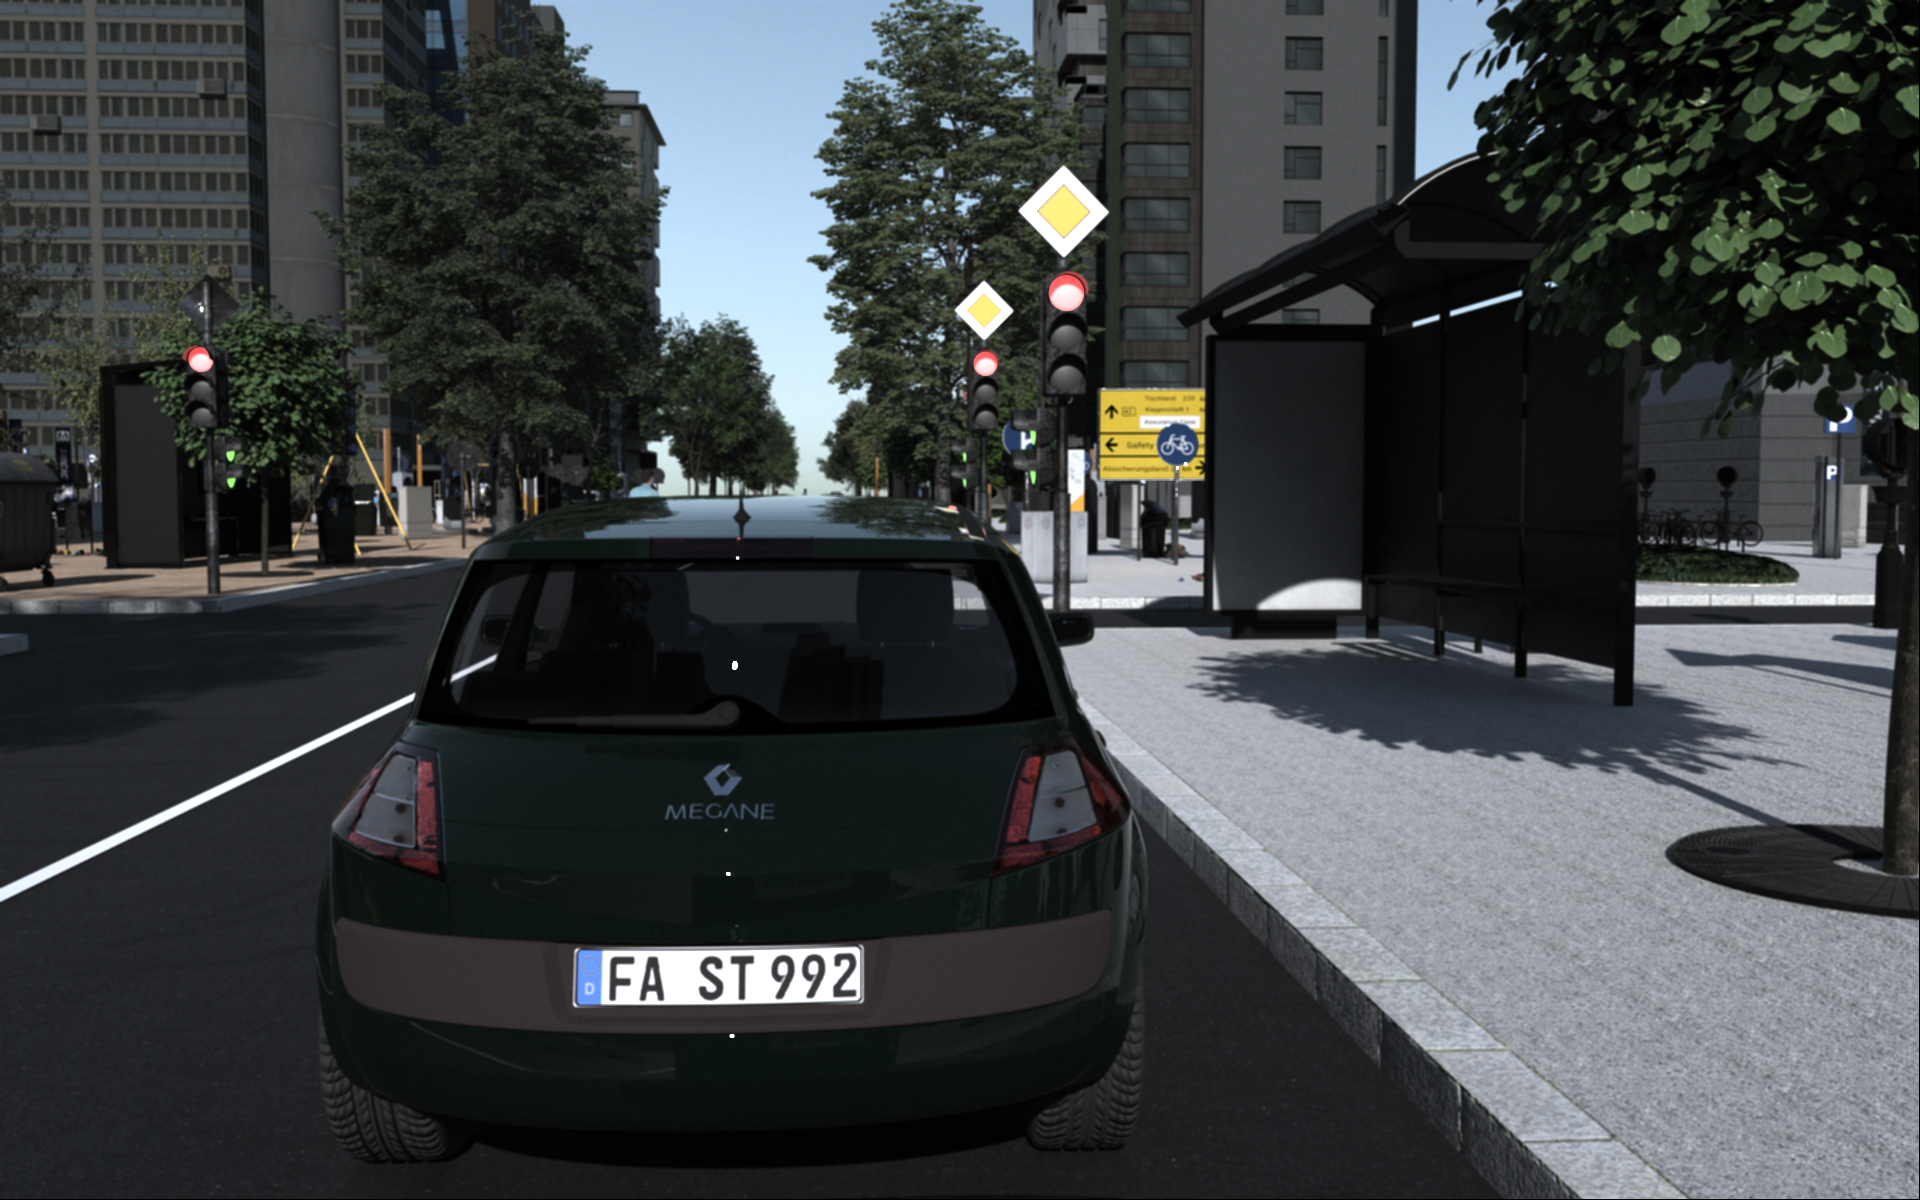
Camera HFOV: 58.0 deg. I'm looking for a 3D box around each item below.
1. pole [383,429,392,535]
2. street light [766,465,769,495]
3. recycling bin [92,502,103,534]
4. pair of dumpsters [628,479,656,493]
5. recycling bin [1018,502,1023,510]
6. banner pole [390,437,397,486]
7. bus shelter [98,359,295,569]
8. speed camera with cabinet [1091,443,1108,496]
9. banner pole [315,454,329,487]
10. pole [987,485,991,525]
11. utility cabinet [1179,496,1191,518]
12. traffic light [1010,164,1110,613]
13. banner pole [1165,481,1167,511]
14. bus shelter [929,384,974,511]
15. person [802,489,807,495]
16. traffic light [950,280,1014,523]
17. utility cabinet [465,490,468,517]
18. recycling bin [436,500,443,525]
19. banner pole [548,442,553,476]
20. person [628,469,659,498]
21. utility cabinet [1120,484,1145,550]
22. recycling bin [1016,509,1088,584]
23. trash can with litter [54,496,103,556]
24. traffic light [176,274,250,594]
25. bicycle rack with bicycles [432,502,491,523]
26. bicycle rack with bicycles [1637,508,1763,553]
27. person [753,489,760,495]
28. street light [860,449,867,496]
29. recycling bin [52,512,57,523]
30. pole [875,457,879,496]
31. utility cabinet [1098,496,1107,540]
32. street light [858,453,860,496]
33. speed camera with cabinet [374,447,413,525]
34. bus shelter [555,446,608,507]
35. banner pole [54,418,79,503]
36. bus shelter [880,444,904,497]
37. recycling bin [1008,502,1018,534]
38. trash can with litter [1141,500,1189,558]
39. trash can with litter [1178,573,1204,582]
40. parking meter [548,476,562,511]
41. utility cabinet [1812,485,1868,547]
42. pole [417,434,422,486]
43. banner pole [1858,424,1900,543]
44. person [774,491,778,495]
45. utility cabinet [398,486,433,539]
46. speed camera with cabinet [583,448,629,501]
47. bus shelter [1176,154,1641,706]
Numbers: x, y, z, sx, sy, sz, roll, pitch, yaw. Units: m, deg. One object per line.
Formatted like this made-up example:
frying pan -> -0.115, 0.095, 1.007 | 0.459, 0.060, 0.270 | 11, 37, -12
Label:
pole -> -17.884, -3.686, 54.101 | 0.158, 3.312, 0.155 | 0, 3, 0
street light -> -23.784, -14.804, 214.835 | 0.468, 5.910, 1.993 | 0, 4, -4
recycling bin -> -27.771, -2.685, 56.457 | 0.722, 1.027, 0.722 | 1, 4, 21
pair of dumpsters -> -17.088, -5.488, 92.226 | 1.574, 2.255, 4.437 | 0, 4, -4
recycling bin -> 2.028, -1.909, 43.774 | 0.722, 1.027, 0.722 | 3, 5, 40
banner pole -> -24.745, -5.240, 75.699 | 0.401, 3.779, 0.863 | 0, 4, 1
bus shelter -> -14.102, -2.534, 32.707 | 1.731, 3.624, 6.357 | 0, 4, -4
speed camera with cabinet -> 5.256, -4.429, 66.754 | 0.660, 3.252, 2.038 | 1, 4, 15
banner pole -> -27.698, -5.202, 75.071 | 0.401, 3.779, 0.863 | 2, 4, 35
pole -> 1.087, -4.401, 65.807 | 0.158, 3.312, 0.155 | 0, 3, 0
utility cabinet -> 9.761, -3.907, 75.041 | 1.020, 1.237, 0.306 | -3, 5, -43
traffic light -> 0.864, -1.592, 14.945 | 0.839, 4.253, 0.868 | 0, 4, -4
banner pole -> 9.329, -5.393, 78.191 | 0.401, 3.779, 0.863 | 0, 4, 6
bus shelter -> -0.155, -5.088, 60.816 | 2.179, 5.291, 8.768 | 0, 4, -4
person -> -11.426, -7.317, 128.118 | 0.705, 1.826, 1.348 | -3, 5, -41
traffic light -> 0.295, -2.079, 22.910 | 0.839, 4.253, 0.868 | 0, 4, -4
utility cabinet -> -27.581, -5.318, 95.635 | 0.318, 1.500, 1.173 | -3, 5, -40
recycling bin -> -21.057, -3.591, 71.262 | 0.722, 1.027, 0.722 | 1, 4, 11
banner pole -> -18.783, -5.470, 79.452 | 0.401, 3.779, 0.863 | -2, 4, -30
person -> -4.913, -1.106, 26.597 | 0.660, 1.820, 0.620 | 1, 4, 22
utility cabinet -> 3.982, -1.914, 39.981 | 0.318, 1.500, 1.173 | 0, 4, -8
recycling bin -> 1.366, -0.767, 25.101 | 0.722, 1.027, 0.722 | 3, 5, 45
trash can with litter -> -18.169, -1.553, 36.441 | 2.233, 1.210, 1.678 | 0, 4, -6
traffic light -> -9.590, -2.035, 22.192 | 0.839, 4.253, 0.868 | 0, 4, -4
bicycle rack with bicycles -> -22.079, -3.834, 76.068 | 2.925, 0.926, 2.852 | -3, 5, -40
bicycle rack with bicycles -> 16.127, -1.530, 38.390 | 2.852, 0.926, 2.925 | 1, 4, 14
person -> -11.733, -5.538, 99.714 | 0.551, 1.740, 0.621 | 2, 4, 25
street light -> -7.594, -10.238, 140.180 | 0.468, 5.910, 1.993 | 0, 4, -4
recycling bin -> -40.495, -3.941, 76.982 | 0.722, 1.027, 0.722 | -3, 5, -40
pole -> -4.599, -6.235, 95.781 | 0.158, 3.312, 0.155 | 0, 3, 0
utility cabinet -> 3.676, -2.267, 48.229 | 0.306, 1.237, 1.020 | 3, 5, 39
street light -> -9.909, -12.279, 173.553 | 0.468, 5.910, 1.993 | 0, 4, -4
speed camera with cabinet -> -23.569, -4.736, 71.776 | 0.660, 3.252, 2.038 | 2, 4, 25
bus shelter -> -18.575, -5.748, 85.267 | 1.731, 3.624, 6.357 | 0, 4, -4
banner pole -> -29.485, -4.118, 57.351 | 0.863, 3.779, 0.401 | -1, 4, -19
bus shelter -> -2.744, -5.427, 80.018 | 1.731, 3.624, 6.357 | 0, 4, -4
recycling bin -> 2.022, -2.666, 56.140 | 0.722, 1.027, 0.722 | 2, 4, 24
trash can with litter -> 4.127, -1.439, 34.912 | 1.055, 1.170, 0.624 | 3, 5, 39
trash can with litter -> 4.026, -0.890, 25.614 | 1.678, 1.210, 2.233 | 0, 4, -7
parking meter -> -13.280, -3.125, 56.806 | 0.399, 1.863, 0.255 | 0, 4, 2
utility cabinet -> 21.178, -2.020, 41.700 | 0.318, 1.500, 1.173 | -2, 4, -31
pole -> -18.470, -3.999, 59.224 | 0.158, 3.312, 0.155 | 0, 3, 0
banner pole -> 15.362, -2.372, 28.794 | 0.401, 3.779, 0.863 | -2, 4, -33
person -> -19.562, -10.787, 184.956 | 0.705, 1.814, 1.350 | 2, 4, 27
utility cabinet -> -15.476, -2.478, 49.194 | 0.318, 1.500, 1.173 | 1, 4, 18
speed camera with cabinet -> -15.145, -4.843, 73.511 | 2.038, 3.252, 0.660 | 0, 4, 2
bus shelter -> 3.129, -1.153, 12.783 | 2.014, 3.302, 5.546 | 0, 4, -4
